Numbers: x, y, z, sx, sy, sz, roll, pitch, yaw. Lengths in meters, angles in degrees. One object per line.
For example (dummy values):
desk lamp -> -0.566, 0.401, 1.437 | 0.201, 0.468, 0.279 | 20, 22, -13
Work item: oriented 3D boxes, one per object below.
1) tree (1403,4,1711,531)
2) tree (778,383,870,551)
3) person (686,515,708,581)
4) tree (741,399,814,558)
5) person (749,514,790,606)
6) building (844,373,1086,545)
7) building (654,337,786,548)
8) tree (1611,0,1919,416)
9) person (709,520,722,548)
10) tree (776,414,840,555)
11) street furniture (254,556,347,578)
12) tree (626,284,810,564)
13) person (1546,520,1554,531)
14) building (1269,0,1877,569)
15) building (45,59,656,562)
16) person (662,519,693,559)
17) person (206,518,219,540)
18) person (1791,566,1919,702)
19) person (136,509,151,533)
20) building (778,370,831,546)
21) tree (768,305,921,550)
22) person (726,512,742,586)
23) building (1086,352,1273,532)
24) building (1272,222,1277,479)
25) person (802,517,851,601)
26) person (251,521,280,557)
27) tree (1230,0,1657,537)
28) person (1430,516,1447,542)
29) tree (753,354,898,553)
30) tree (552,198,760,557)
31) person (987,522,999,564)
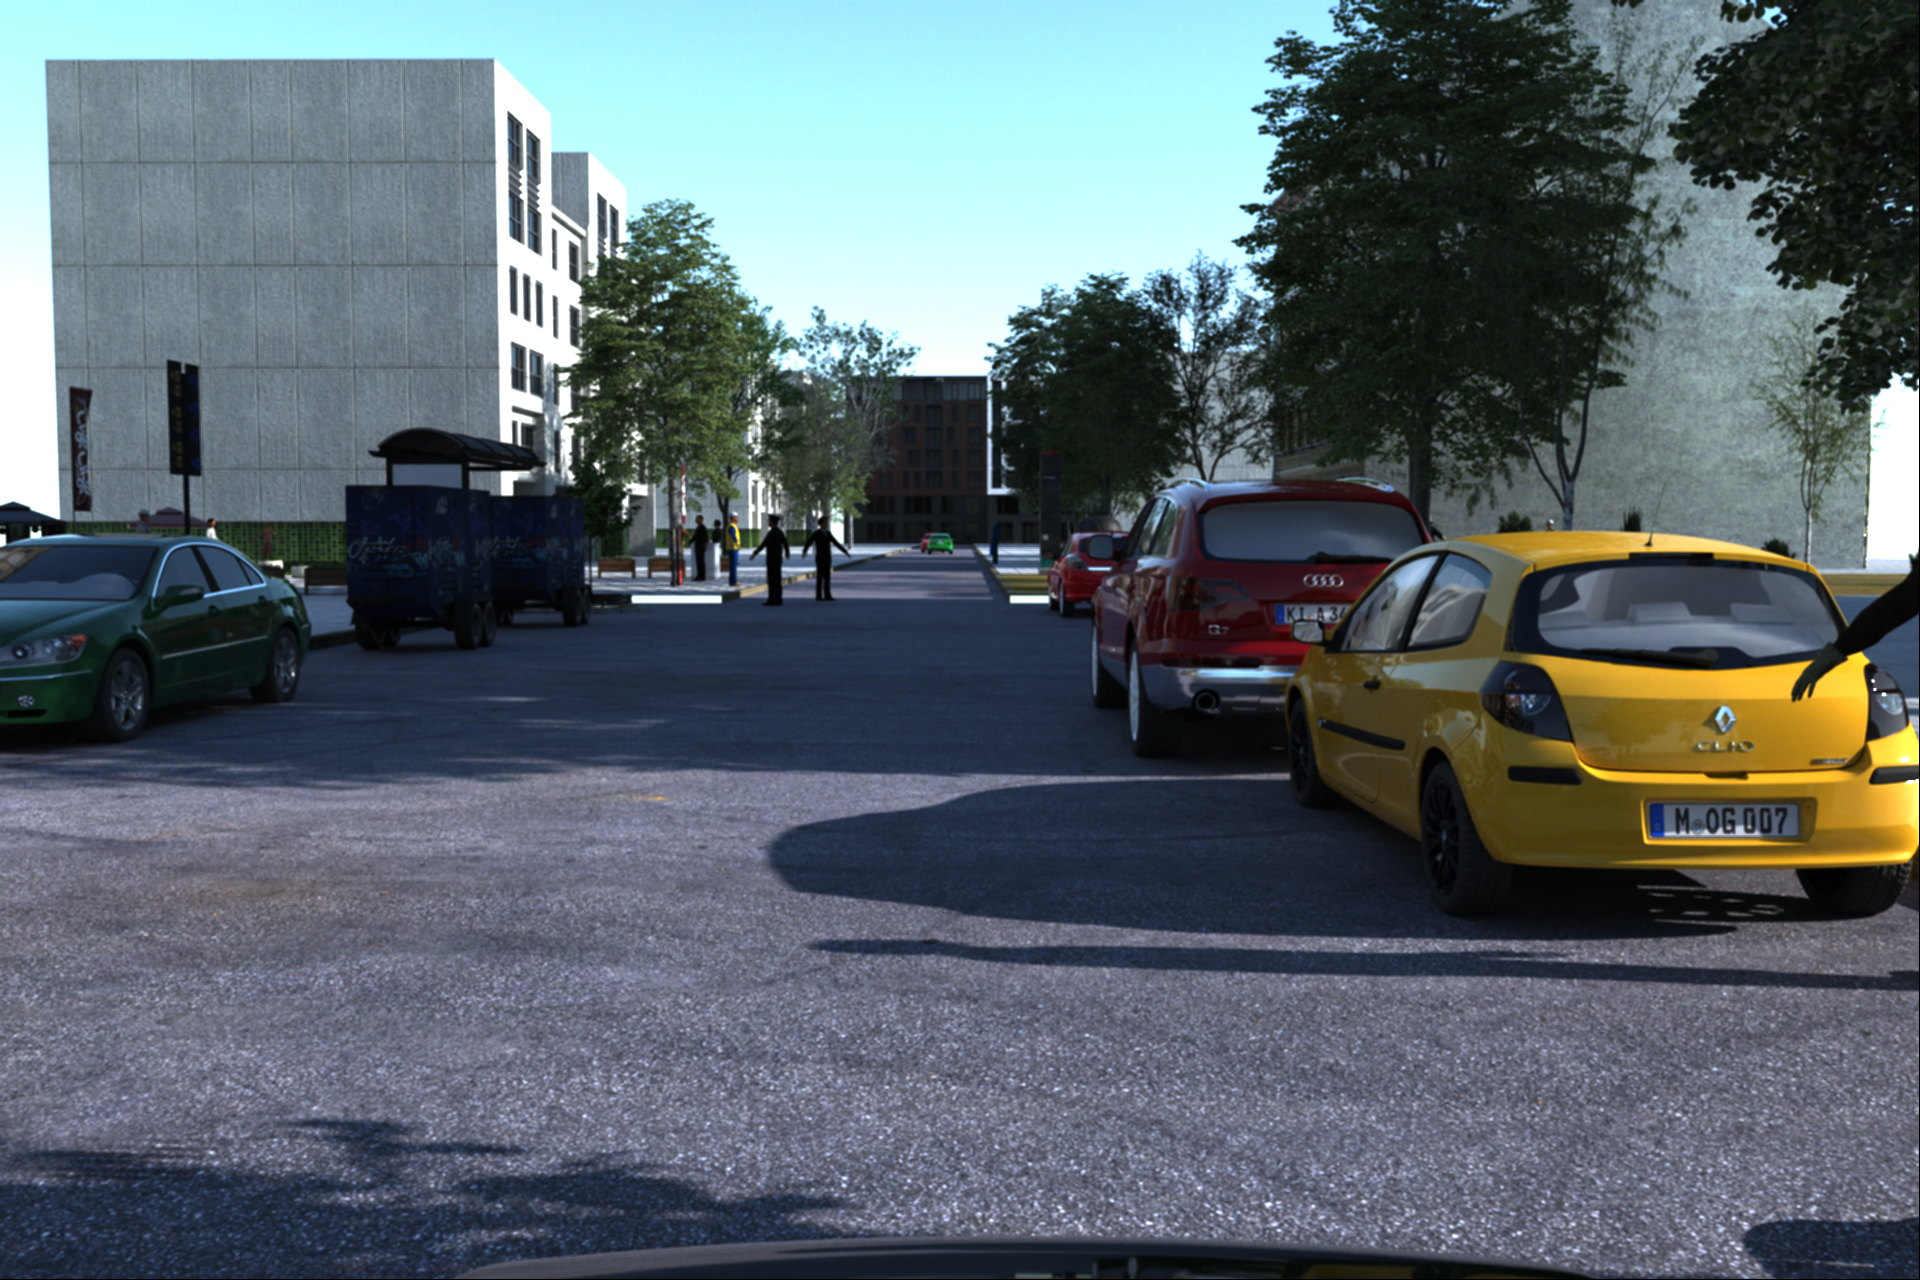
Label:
tree -> 8.448, -4.489, 23.757 | 4.360, 8.622, 3.978 | 0, 3, 0
tree -> -10.159, -12.874, 128.622 | 7.486, 12.596, 7.792 | 0, 3, 0
person -> -7.126, -2.512, 47.303 | 0.704, 1.802, 1.346 | -2, 4, -30
tree -> -9.457, -8.713, 92.814 | 4.360, 8.622, 3.978 | 0, 3, 0
person -> -3.756, -1.612, 34.750 | 0.705, 1.837, 1.347 | 2, 4, 28
building -> 1.473, -23.604, 232.357 | 32.646, 21.610, 27.936 | 0, 4, 1
building -> -27.155, -18.566, 170.013 | 16.747, 18.905, 31.486 | 0, 3, 0
tree -> 8.329, -6.441, 11.968 | 9.857, 13.997, 8.962 | 0, 3, 0
person -> -7.880, -2.988, 55.575 | 0.721, 1.740, 1.216 | 0, 4, 6
tree -> -8.905, -9.527, 106.127 | 4.360, 8.622, 3.978 | 0, 3, 0
street furniture -> -18.245, -2.287, 53.012 | 10.072, 0.657, 5.734 | -2, 4, -24
tree -> -10.050, -9.004, 72.969 | 9.928, 11.665, 9.643 | 0, 3, 0
person -> 19.865, -3.191, 58.644 | 0.721, 1.772, 1.216 | -1, 4, -11
building -> 23.956, -14.728, 71.732 | 19.493, 23.208, 18.063 | 0, 4, 0
building -> -25.517, -13.098, 80.603 | 16.747, 18.905, 31.486 | 0, 4, 0
person -> -10.775, -3.701, 66.283 | 1.354, 1.858, 0.705 | 2, 4, 23
person -> -24.970, -3.161, 57.871 | 0.705, 1.806, 1.347 | -1, 4, -9
person -> 3.334, 0.191, 5.469 | 1.346, 1.812, 0.704 | 0, 4, -2
person -> -18.455, -2.043, 39.262 | 0.705, 1.847, 1.347 | -1, 4, -13
building -> -24.936, -20.575, 202.856 | 16.747, 18.905, 31.486 | 0, 4, 1
tree -> -9.597, -17.585, 143.396 | 12.611, 20.169, 13.585 | 0, 3, 0
person -> -5.551, -2.244, 42.658 | 0.705, 1.833, 1.349 | -1, 4, -11
building -> 22.433, -18.959, 176.432 | 16.747, 18.905, 31.486 | 0, 4, 0
building -> 23.735, -15.009, 101.813 | 16.016, 20.090, 11.380 | 0, 4, 1
person -> -2.913, -1.748, 37.216 | 0.705, 1.806, 1.347 | 3, 5, 45
person -> -24.633, -3.344, 61.475 | 1.217, 1.733, 0.721 | 1, 4, 16
tree -> 8.669, -6.950, 31.758 | 7.486, 12.596, 7.792 | 0, 3, 0
person -> 14.587, -2.949, 53.993 | 1.354, 1.856, 0.705 | 1, 4, 18
tree -> -9.222, -12.649, 117.176 | 12.009, 13.543, 11.850 | 0, 3, 0
tree -> -10.173, -8.625, 59.149 | 7.486, 12.596, 7.792 | 0, 3, 0
person -> 1.453, -4.140, 73.817 | 0.704, 1.817, 1.347 | 1, 4, 17
